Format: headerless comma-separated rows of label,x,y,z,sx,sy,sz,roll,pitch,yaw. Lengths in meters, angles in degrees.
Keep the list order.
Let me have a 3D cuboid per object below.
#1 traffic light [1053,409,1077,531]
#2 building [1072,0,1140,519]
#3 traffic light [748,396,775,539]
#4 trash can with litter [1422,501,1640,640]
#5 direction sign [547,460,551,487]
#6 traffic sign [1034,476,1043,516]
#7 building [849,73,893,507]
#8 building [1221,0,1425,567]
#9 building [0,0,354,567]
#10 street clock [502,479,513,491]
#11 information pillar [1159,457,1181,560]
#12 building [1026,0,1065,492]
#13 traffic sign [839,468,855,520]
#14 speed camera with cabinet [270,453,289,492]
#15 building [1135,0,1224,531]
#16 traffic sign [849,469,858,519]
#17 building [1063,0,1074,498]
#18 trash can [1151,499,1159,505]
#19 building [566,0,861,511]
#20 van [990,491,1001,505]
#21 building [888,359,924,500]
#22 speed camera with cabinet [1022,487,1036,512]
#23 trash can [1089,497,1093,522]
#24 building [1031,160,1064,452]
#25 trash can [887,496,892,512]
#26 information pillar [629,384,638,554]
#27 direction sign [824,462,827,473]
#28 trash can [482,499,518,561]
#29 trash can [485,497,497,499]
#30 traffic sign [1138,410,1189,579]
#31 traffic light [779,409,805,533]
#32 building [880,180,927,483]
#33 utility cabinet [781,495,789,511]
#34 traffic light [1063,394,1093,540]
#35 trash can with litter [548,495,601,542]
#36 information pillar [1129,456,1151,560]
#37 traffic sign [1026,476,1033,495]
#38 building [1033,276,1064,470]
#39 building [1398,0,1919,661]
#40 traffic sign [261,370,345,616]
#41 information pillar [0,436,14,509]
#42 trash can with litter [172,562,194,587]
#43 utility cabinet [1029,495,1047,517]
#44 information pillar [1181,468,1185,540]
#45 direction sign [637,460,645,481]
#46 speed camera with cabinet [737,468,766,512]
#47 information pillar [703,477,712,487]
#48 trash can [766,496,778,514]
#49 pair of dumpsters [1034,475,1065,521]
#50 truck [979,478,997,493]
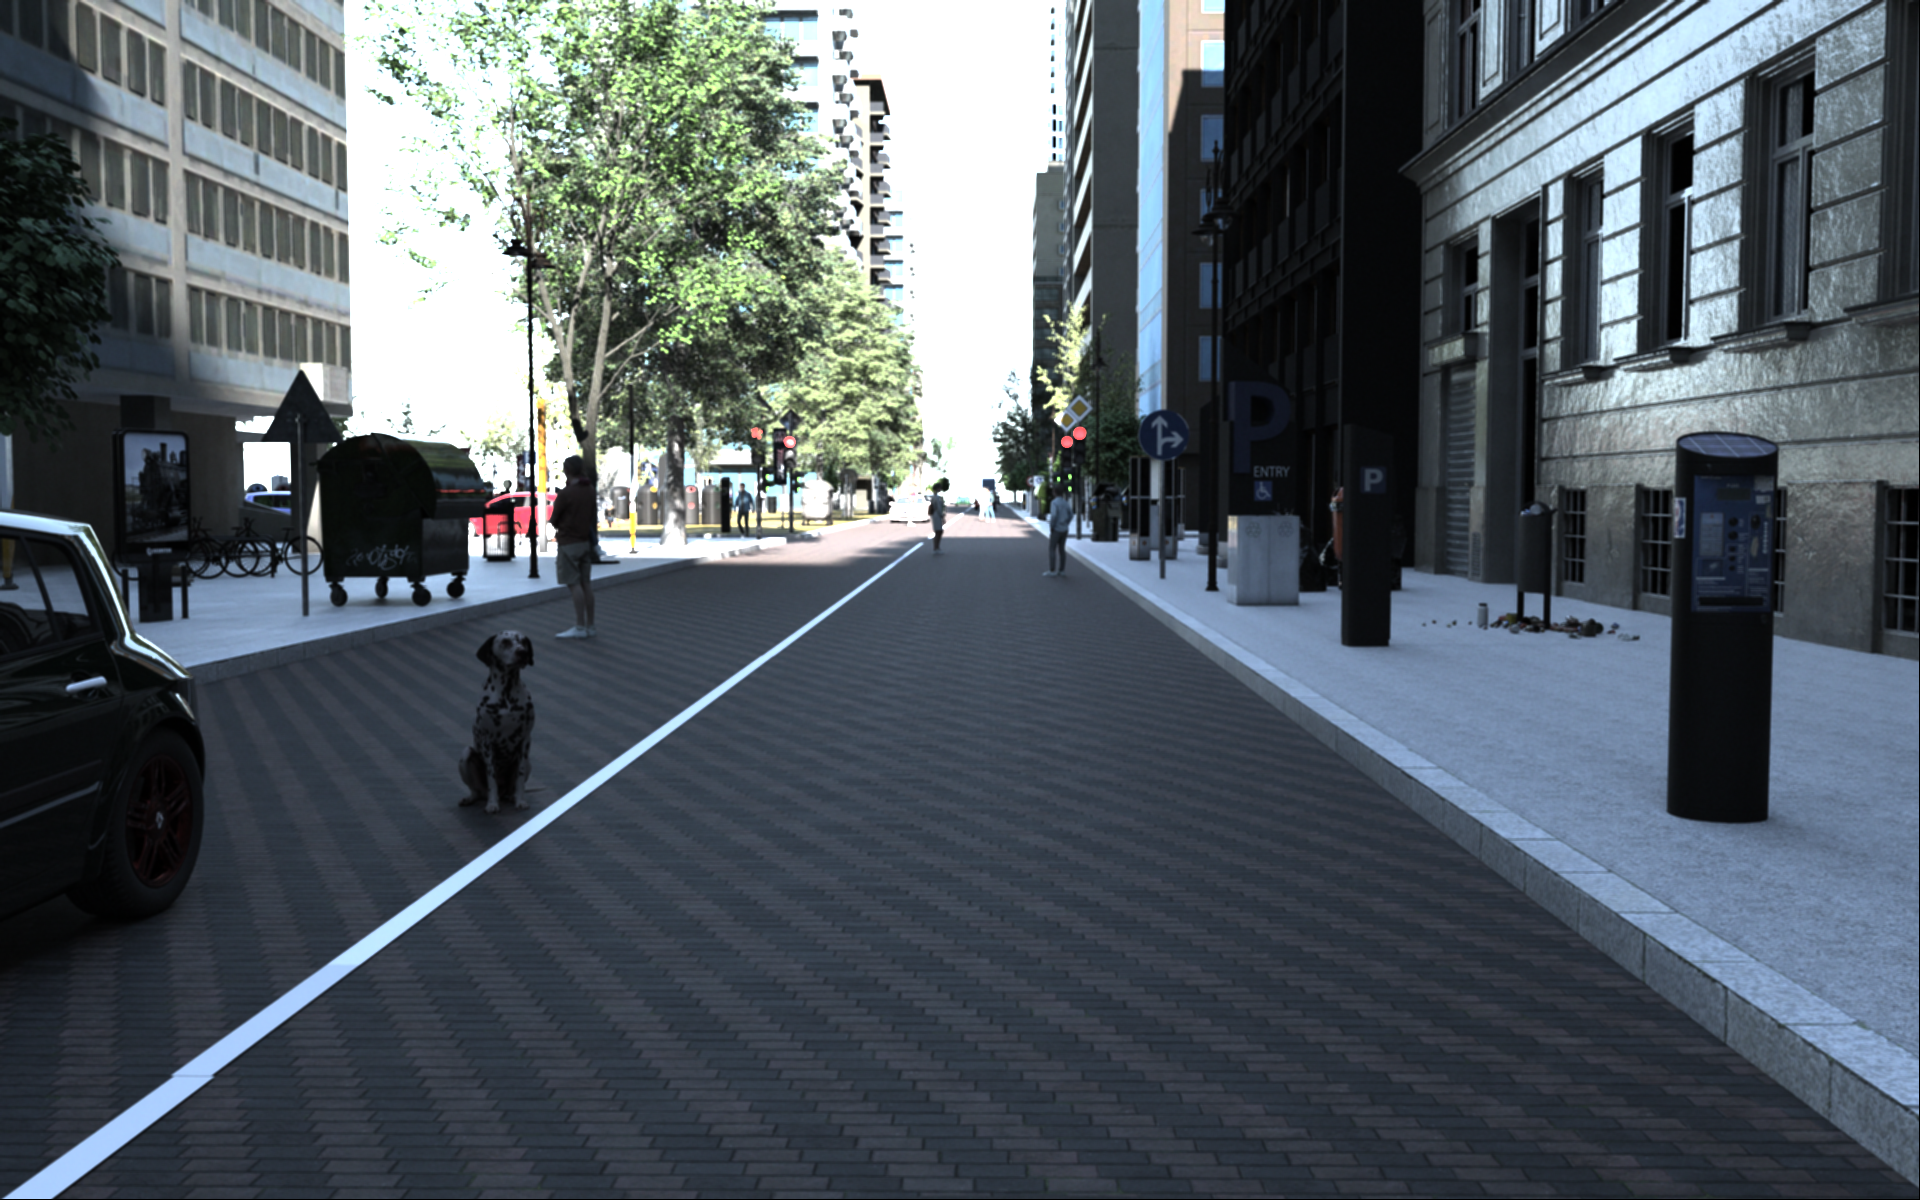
traffic light,3.473,-4.151,56.784,0.839,4.253,0.868,0,4,1
building,17.585,-29.021,98.193,21.300,48.544,21.600,0,4,1
traffic light,-5.674,-3.671,48.938,0.839,4.253,0.868,0,4,1
trash can with litter,5.468,-0.313,16.183,1.678,1.210,2.233,-1,4,-11
direction sign,-27.239,-7.496,114.550,0.379,3.537,0.876,-2,4,-32
traffic sign,4.436,-5.818,97.258,0.606,2.300,0.079,1,4,10
building,-18.388,-32.004,177.894,22.147,44.769,28.867,0,4,1
building,12.914,-12.703,37.369,12.332,23.373,15.834,0,4,1
building,-25.225,-20.771,31.492,23.993,40.220,32.217,0,4,1
street clock,-22.102,-4.896,84.619,0.471,2.002,0.358,2,4,25
information pillar,4.089,-1.804,33.988,0.304,2.012,0.304,1,4,21
building,21.810,-58.725,272.820,22.319,86.520,31.000,0,4,1
traffic sign,-5.541,-5.182,84.834,0.768,2.556,0.104,0,4,8
speed camera with cabinet,-31.911,-5.417,82.910,2.038,3.252,0.660,0,4,7
building,14.366,-25.414,65.622,14.200,45.320,14.600,0,4,1
traffic sign,-5.599,-5.420,88.726,0.768,2.556,0.104,0,4,8
building,20.061,-46.174,193.197,20.563,71.187,20.611,0,4,1
trash can,5.183,-2.234,48.172,0.748,1.137,0.748,0,3,0
building,-20.087,-32.293,147.604,23.786,49.044,30.456,0,4,1
van,4.633,-13.914,234.509,2.013,2.044,4.112,0,4,-1
building,-19.184,-23.819,234.475,27.650,21.520,28.899,0,4,1
speed camera with cabinet,5.121,-7.987,124.919,0.660,3.252,2.038,-1,4,-21
trash can,6.259,-4.115,78.930,0.748,1.137,0.748,0,3,0
building,21.129,-38.122,246.992,21.300,48.544,21.600,0,4,1
trash can,-5.179,-6.838,123.456,0.748,1.137,0.748,0,3,0
information pillar,-6.998,-2.791,36.980,0.183,3.616,0.504,-1,4,-9
direction sign,-9.946,-8.471,130.489,0.876,3.537,0.379,0,4,-3
trash can,-8.831,-1.315,33.156,0.748,1.137,0.748,0,3,0
trash can,-20.323,-3.847,74.544,0.748,1.137,0.748,0,3,0
traffic sign,3.080,-1.599,26.251,0.768,2.556,0.104,0,4,3
traffic light,-5.538,-4.159,56.921,0.839,4.253,0.868,0,4,1
building,-17.292,-39.365,263.229,23.786,49.044,30.456,0,4,1
utility cabinet,-12.881,-7.143,127.947,0.306,1.237,1.020,1,4,20
traffic light,3.336,-3.662,48.800,0.839,4.253,0.868,0,4,1
trash can with litter,-10.624,-2.175,46.616,1.678,1.210,2.233,0,4,1
information pillar,3.493,-1.779,33.575,0.304,2.012,0.304,-2,4,-31
traffic sign,4.996,-7.370,120.597,0.768,2.556,0.104,1,4,11
building,16.678,-28.018,229.797,14.160,30.474,14.107,0,4,1
building,14.597,-11.045,13.877,16.112,22.955,30.059,0,4,1
traffic sign,-6.890,-1.111,18.164,0.884,2.594,0.081,0,4,2
information pillar,-12.807,-1.950,23.240,0.183,3.616,0.504,-1,4,-20
trash can with litter,-11.076,-0.791,24.318,1.055,1.170,0.624,3,5,43
utility cabinet,4.469,-5.357,98.750,1.020,1.237,0.306,-1,4,-21
information pillar,6.059,-2.666,48.088,0.304,2.012,0.304,1,4,22
direction sign,-21.261,-7.556,115.536,0.876,3.537,0.379,3,5,41
speed camera with cabinet,-15.035,-7.981,124.824,2.038,3.252,0.660,1,4,8
information pillar,-11.186,-4.420,76.756,0.304,2.012,0.304,3,4,38
trash can,-12.384,-6.266,114.096,0.748,1.137,0.748,0,3,0
pair of dumpsters,4.465,-5.018,84.537,1.574,2.255,4.437,0,4,1
truck,4.762,-17.646,278.264,2.967,4.110,18.799,0,4,-1
